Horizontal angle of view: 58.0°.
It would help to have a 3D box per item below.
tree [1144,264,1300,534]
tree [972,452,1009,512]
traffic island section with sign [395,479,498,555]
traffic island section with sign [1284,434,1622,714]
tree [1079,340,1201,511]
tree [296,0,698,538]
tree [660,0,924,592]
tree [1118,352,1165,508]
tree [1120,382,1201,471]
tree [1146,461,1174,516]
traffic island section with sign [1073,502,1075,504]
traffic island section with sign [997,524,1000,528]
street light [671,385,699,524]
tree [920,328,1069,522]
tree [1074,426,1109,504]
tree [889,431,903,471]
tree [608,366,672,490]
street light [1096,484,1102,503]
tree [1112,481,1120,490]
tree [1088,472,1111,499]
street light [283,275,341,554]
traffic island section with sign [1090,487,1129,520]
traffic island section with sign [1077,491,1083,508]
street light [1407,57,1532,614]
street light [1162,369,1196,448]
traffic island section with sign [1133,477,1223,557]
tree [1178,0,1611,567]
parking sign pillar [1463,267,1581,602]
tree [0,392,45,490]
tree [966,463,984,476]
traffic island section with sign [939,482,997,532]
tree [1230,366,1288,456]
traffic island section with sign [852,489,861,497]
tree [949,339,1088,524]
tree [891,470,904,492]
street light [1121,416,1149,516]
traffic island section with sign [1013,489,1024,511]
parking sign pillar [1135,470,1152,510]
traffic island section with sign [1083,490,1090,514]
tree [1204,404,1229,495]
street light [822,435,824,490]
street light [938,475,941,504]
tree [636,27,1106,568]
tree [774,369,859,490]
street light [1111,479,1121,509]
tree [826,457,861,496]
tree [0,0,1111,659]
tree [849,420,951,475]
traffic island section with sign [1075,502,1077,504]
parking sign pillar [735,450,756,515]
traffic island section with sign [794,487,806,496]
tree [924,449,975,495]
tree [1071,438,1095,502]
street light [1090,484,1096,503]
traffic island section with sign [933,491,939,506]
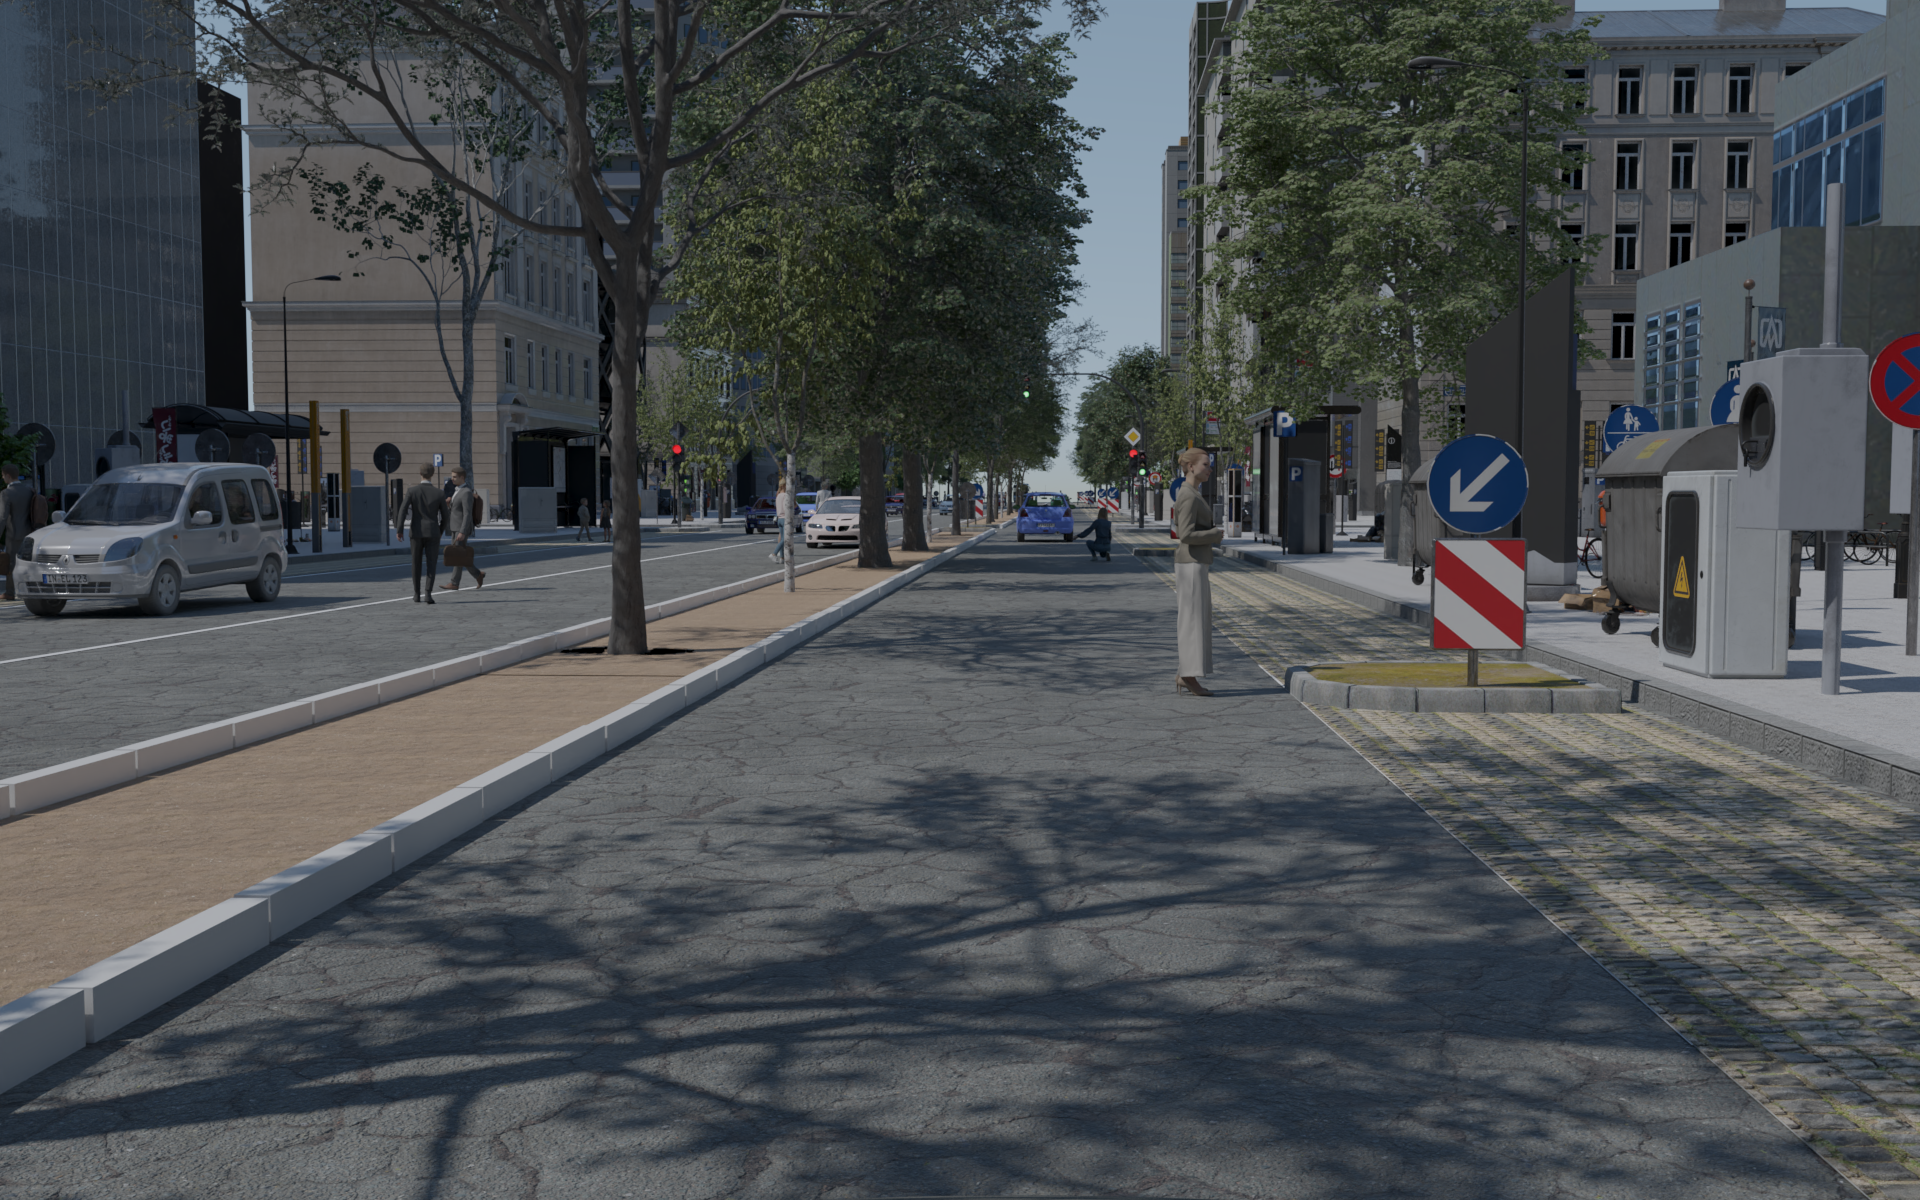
[{"bbox_3d":[8.681,-6.421,55.350,4.737,8.622,4.395,0,3,0],"label":"tree"},{"bbox_3d":[-0.923,-5.983,50.643,4.737,8.622,4.395,0,3,0],"label":"tree"},{"bbox_3d":[-12.198,-2.008,41.467,1.989,1.847,2.006,0,4,3],"label":"traffic island section with sign"},{"bbox_3d":[3.356,-0.219,12.215,1.989,1.847,2.006,0,4,3],"label":"traffic island section with sign"},{"bbox_3d":[13.625,-12.960,128.900,9.611,12.733,9.660,0,3,0],"label":"tree"},{"bbox_3d":[-13.812,-11.988,51.898,12.611,20.169,13.585,0,3,0],"label":"tree"},{"bbox_3d":[-2.499,-4.422,25.117,4.737,8.622,4.395,0,3,0],"label":"tree"},{"bbox_3d":[14.595,-15.179,154.827,9.857,13.997,8.962,0,3,0],"label":"tree"},{"bbox_3d":[12.659,-9.900,112.226,4.360,8.622,3.978,0,3,0],"label":"tree"},{"bbox_3d":[11.701,-6.484,100.607,1.663,3.219,1.824,0,3,0],"label":"tree"},{"bbox_3d":[17.769,-15.027,254.321,1.989,1.847,2.006,0,4,3],"label":"traffic island section with sign"},{"bbox_3d":[0.702,-3.973,73.100,2.006,1.907,1.989,0,4,3],"label":"traffic island section with sign"},{"bbox_3d":[-11.673,-6.201,73.935,1.470,5.913,1.316,0,4,3],"label":"street light"},{"bbox_3d":[1.613,-10.189,87.179,7.486,12.596,7.792,0,3,0],"label":"tree"},{"bbox_3d":[19.499,-19.824,242.254,7.486,12.596,7.792,0,3,0],"label":"tree"},{"bbox_3d":[-4.557,-18.439,219.600,7.486,12.596,7.792,0,3,0],"label":"tree"},{"bbox_3d":[-18.384,-9.136,99.731,4.360,8.622,3.978,0,3,0],"label":"tree"},{"bbox_3d":[15.085,-12.605,178.639,1.470,5.913,1.316,0,4,3],"label":"street light"},{"bbox_3d":[15.471,-10.406,164.741,1.663,3.219,1.824,0,3,0],"label":"tree"},{"bbox_3d":[17.740,-16.609,205.966,7.601,10.594,8.767,2,4,24],"label":"tree"},{"bbox_3d":[-13.814,-3.937,36.904,1.470,5.913,1.316,0,4,3],"label":"street light"},{"bbox_3d":[8.330,-5.327,95.720,1.989,1.847,2.006,0,4,3],"label":"traffic island section with sign"},{"bbox_3d":[12.895,-10.016,172.385,1.989,1.847,2.006,0,4,3],"label":"traffic island section with sign"},{"bbox_3d":[5.455,-2.814,18.546,1.470,5.913,1.316,0,4,3],"label":"street light"},{"bbox_3d":[8.199,-5.620,64.435,1.470,5.913,1.316,0,4,3],"label":"street light"},{"bbox_3d":[5.049,-1.939,40.330,1.989,1.847,2.006,0,4,3],"label":"traffic island section with sign"},{"bbox_3d":[7.582,-6.869,30.439,7.486,12.596,7.792,0,3,0],"label":"tree"},{"bbox_3d":[6.883,-2.004,21.230,1.447,3.967,1.447,3,5,41],"label":"parking sign pillar"},{"bbox_3d":[-15.778,-2.064,28.345,1.663,3.219,1.824,0,3,0],"label":"tree"},{"bbox_3d":[0.807,-22.865,299.594,9.928,11.665,9.643,0,3,0],"label":"tree"},{"bbox_3d":[0.252,-3.521,65.707,2.006,1.907,1.989,0,4,3],"label":"traffic island section with sign"},{"bbox_3d":[18.235,-9.150,99.971,4.360,8.622,3.978,0,3,0],"label":"tree"},{"bbox_3d":[-7.335,-7.018,123.364,1.989,1.847,2.006,0,4,3],"label":"traffic island section with sign"},{"bbox_3d":[1.286,-8.731,79.617,8.767,10.594,7.601,0,4,3],"label":"tree"},{"bbox_3d":[-5.918,-12.640,190.377,4.285,4.588,4.351,0,3,0],"label":"tree"},{"bbox_3d":[10.475,-7.950,102.523,1.470,5.913,1.316,0,4,3],"label":"street light"},{"bbox_3d":[5.157,-8.561,148.107,2.006,1.907,1.989,0,4,3],"label":"traffic island section with sign"},{"bbox_3d":[14.749,-9.190,138.726,1.447,3.967,1.447,-3,4,-37],"label":"parking sign pillar"},{"bbox_3d":[9.938,-6.985,122.836,1.989,1.847,2.006,0,4,3],"label":"traffic island section with sign"},{"bbox_3d":[20.647,-11.409,136.894,4.360,8.622,3.978,0,3,0],"label":"tree"},{"bbox_3d":[-8.925,-8.994,119.592,1.470,5.913,1.316,0,4,3],"label":"street light"},{"bbox_3d":[-2.205,-15.962,233.523,1.470,5.913,1.316,0,4,3],"label":"street light"},{"bbox_3d":[-1.657,-7.588,33.173,9.857,13.997,8.962,0,3,0],"label":"tree"},{"bbox_3d":[-10.241,-12.930,129.528,7.486,12.596,7.792,0,3,0],"label":"tree"},{"bbox_3d":[13.266,-10.723,147.860,1.470,5.913,1.316,0,4,3],"label":"street light"},{"bbox_3d":[-9.256,-9.621,141.012,4.285,4.588,4.351,0,3,0],"label":"tree"},{"bbox_3d":[-3.001,-6.265,15.264,12.009,13.543,11.850,0,3,0],"label":"tree"},{"bbox_3d":[-7.274,-14.473,162.390,9.928,11.665,9.643,0,3,0],"label":"tree"},{"bbox_3d":[14.496,-11.663,199.319,1.989,1.847,2.006,0,4,3],"label":"traffic island section with sign"},{"bbox_3d":[-13.139,-7.220,106.512,1.447,3.967,1.447,3,5,41],"label":"parking sign pillar"},{"bbox_3d":[-8.936,-5.372,96.456,1.989,1.847,2.006,0,4,3],"label":"traffic island section with sign"},{"bbox_3d":[-1.752,-21.420,267.226,9.611,12.733,9.660,0,3,0],"label":"tree"},{"bbox_3d":[21.447,-21.332,274.534,9.928,11.665,9.643,0,3,0],"label":"tree"},{"bbox_3d":[17.787,-15.397,224.284,1.470,5.913,1.316,0,4,3],"label":"street light"},{"bbox_3d":[-2.713,-11.759,200.887,1.989,1.847,2.006,0,4,3],"label":"traffic island section with sign"}]
